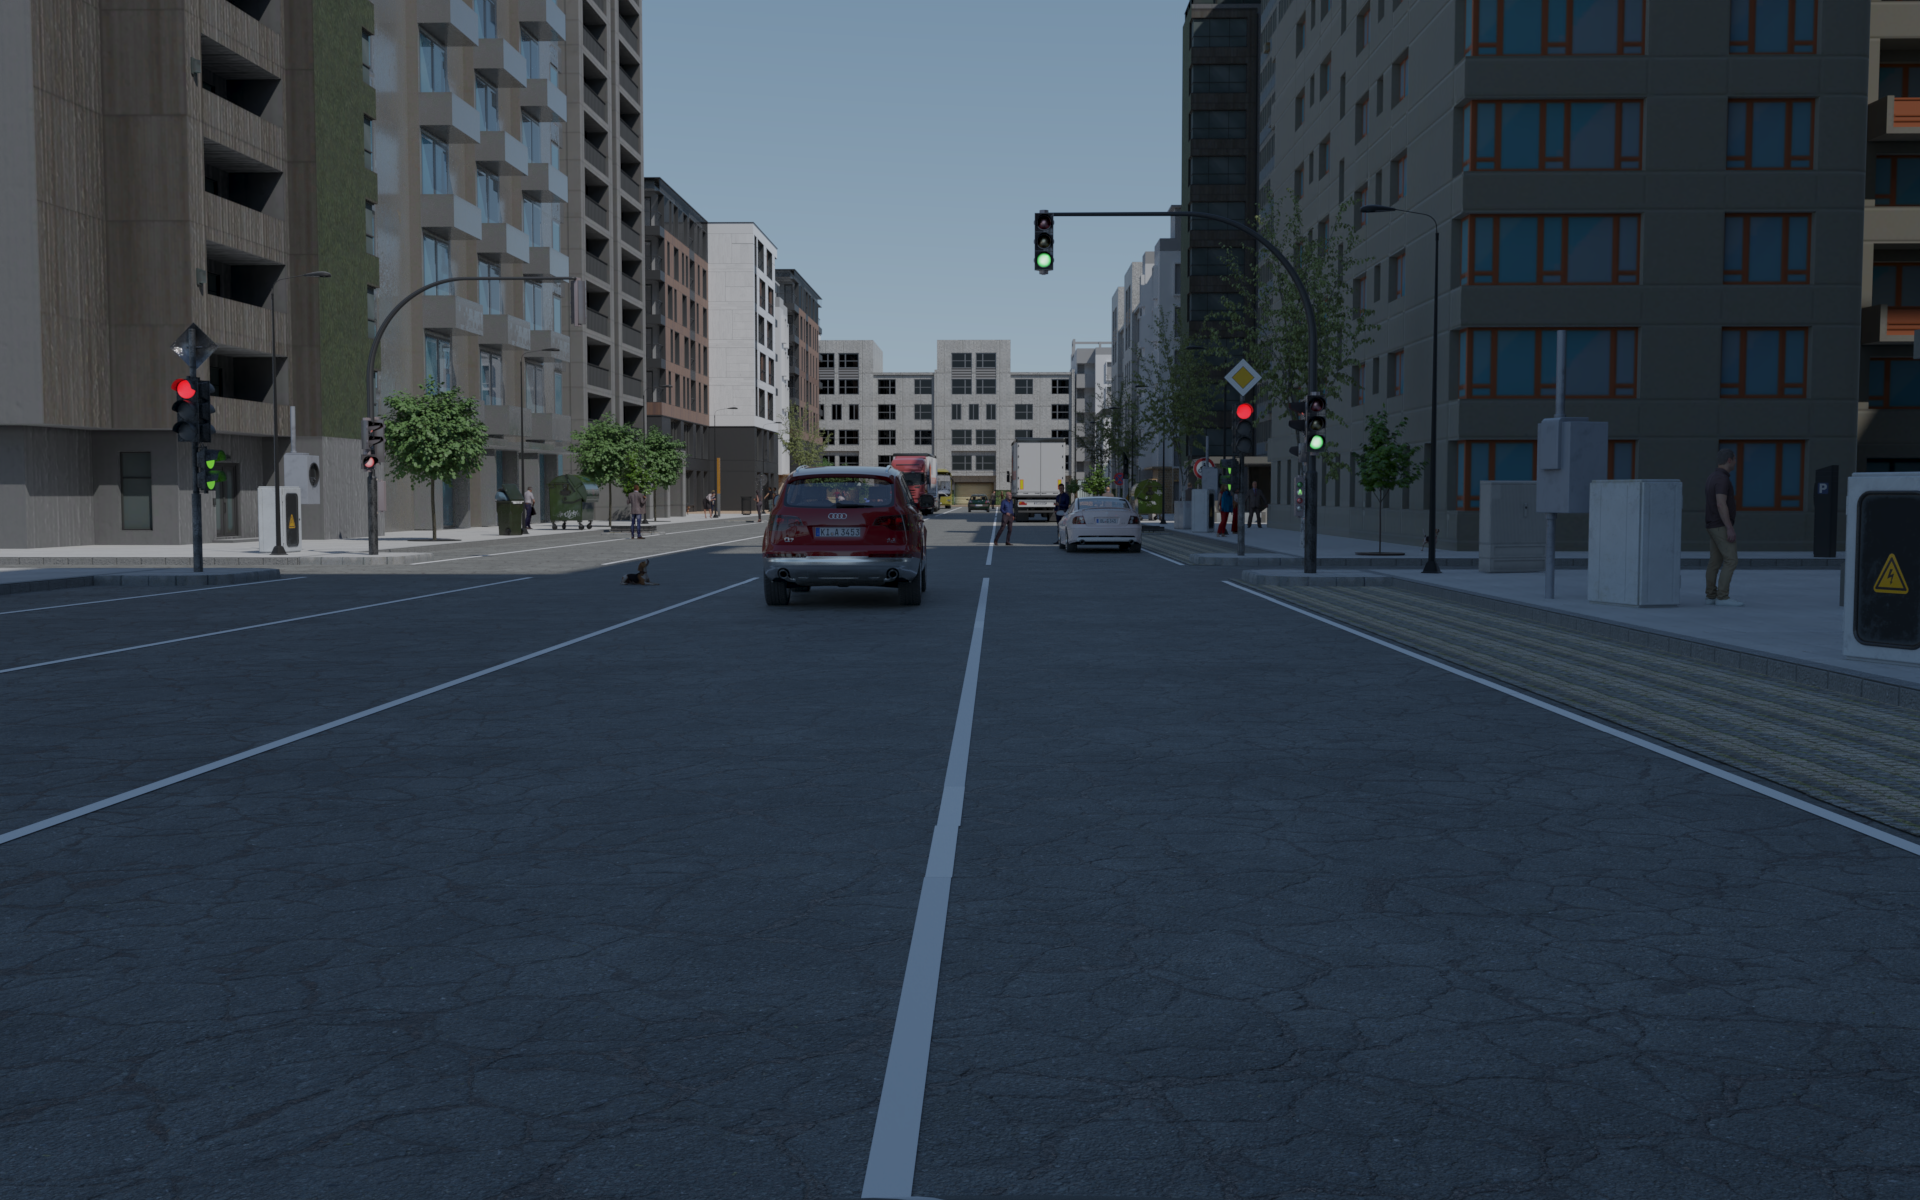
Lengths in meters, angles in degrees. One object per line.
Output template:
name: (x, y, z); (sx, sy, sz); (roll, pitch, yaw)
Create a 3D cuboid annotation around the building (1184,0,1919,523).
building: (27.741, -23.981, 83.973); (32.217, 40.220, 23.993); (0, 4, 1)

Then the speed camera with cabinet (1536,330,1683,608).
speed camera with cabinet: (7.630, -1.594, 20.403); (0.660, 3.252, 2.038); (-1, 4, -15)

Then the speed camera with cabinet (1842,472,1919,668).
speed camera with cabinet: (7.423, -1.110, 12.485); (0.660, 3.252, 2.038); (-1, 4, -19)

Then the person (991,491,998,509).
person: (3.402, -9.730, 168.118); (0.750, 1.759, 0.617); (-1, 4, -19)

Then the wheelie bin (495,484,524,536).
wheelie bin: (-13.949, -2.791, 53.533); (0.693, 1.594, 0.980); (2, 4, 25)

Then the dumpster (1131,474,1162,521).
dumpster: (9.051, -4.940, 83.265); (1.502, 2.255, 1.985); (0, 4, 1)

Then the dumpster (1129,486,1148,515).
dumpster: (9.274, -5.020, 87.832); (1.264, 1.857, 1.865); (0, 4, 1)

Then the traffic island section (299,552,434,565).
traffic island section: (-12.380, -0.870, 36.511); (2.009, 0.180, 2.903); (0, 4, 1)

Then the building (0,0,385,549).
building: (-24.845, -16.752, 45.596); (14.160, 30.474, 14.107); (0, 4, 1)

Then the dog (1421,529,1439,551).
dog: (10.549, -1.346, 38.830); (0.540, 0.507, 0.406); (3, 4, 37)

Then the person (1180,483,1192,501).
person: (9.554, -4.002, 72.035); (0.990, 1.755, 0.434); (2, 4, 33)

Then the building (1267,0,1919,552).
building: (25.884, -12.633, 51.585); (28.899, 21.520, 27.650); (0, 4, 1)

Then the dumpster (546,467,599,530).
dumpster: (-13.864, -3.636, 61.934); (1.502, 2.255, 1.985); (0, 4, 1)

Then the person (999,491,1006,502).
person: (4.626, -10.934, 187.787); (0.721, 1.766, 1.217); (3, 5, 44)

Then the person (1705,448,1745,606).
person: (8.824, -0.845, 19.981); (0.434, 1.807, 0.598); (1, 4, 20)

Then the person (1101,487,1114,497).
person: (6.950, -4.450, 81.803); (0.990, 1.755, 0.434); (0, 4, 0)

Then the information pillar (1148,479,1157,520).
information pillar: (9.415, -4.901, 84.622); (0.304, 2.012, 0.304); (-2, 4, -31)

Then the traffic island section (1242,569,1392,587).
traffic island section: (5.695, -0.356, 28.109); (2.009, 0.180, 2.903); (0, 4, 1)

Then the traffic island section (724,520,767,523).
traffic island section: (-10.881, -4.001, 88.282); (1.991, 0.108, 1.994); (0, 4, 1)

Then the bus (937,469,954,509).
bus: (-2.059, -11.015, 171.643); (2.896, 3.916, 12.252); (0, 3, 0)

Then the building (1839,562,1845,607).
building: (26.015, -19.537, 11.316); (32.217, 40.220, 23.993); (0, 4, 1)

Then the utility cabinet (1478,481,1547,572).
utility cabinet: (9.060, -1.199, 28.286); (1.173, 1.500, 0.318); (-1, 4, -22)

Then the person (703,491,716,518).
person: (-13.169, -5.011, 91.166); (0.799, 1.438, 0.628); (0, 4, 6)

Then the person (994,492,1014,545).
person: (1.287, -2.264, 48.213); (0.574, 1.496, 0.600); (-1, 4, -17)

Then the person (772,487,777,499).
person: (-14.791, -8.071, 137.998); (0.705, 1.824, 1.348); (-1, 4, -10)

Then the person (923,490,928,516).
person: (-2.320, -6.392, 113.722); (0.721, 1.735, 1.217); (1, 4, 10)

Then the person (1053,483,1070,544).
person: (2.872, -2.464, 49.485); (0.576, 1.737, 0.504); (2, 4, 35)

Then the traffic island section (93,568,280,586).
traffic island section: (-12.562, -0.382, 28.528); (2.009, 0.180, 2.903); (0, 4, 1)

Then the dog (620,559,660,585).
dog: (-5.084, -0.441, 27.400); (0.550, 0.427, 0.748); (-1, 4, -21)

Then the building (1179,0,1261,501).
building: (20.036, -20.304, 103.674); (14.160, 30.474, 14.107); (0, 4, 1)

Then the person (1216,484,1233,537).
person: (7.923, -2.697, 51.836); (0.593, 1.614, 0.444); (-1, 4, -17)

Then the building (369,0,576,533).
building: (-28.452, -27.385, 67.357); (23.786, 49.044, 30.456); (0, 4, 1)

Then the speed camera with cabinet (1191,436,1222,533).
speed camera with cabinet: (8.342, -3.917, 58.377); (0.660, 3.252, 2.038); (1, 4, 22)

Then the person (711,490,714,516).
person: (-14.177, -5.595, 100.056); (0.613, 1.512, 0.480); (0, 4, -2)

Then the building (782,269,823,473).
building: (-30.930, -20.036, 171.558); (32.646, 21.610, 27.936); (0, 4, 1)

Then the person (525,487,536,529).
person: (-15.718, -3.350, 63.031); (0.614, 1.554, 0.590); (3, 4, 36)

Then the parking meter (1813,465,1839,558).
parking meter: (17.505, -1.793, 35.031); (0.255, 1.863, 0.399); (-2, 4, -31)

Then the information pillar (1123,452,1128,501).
information pillar: (9.147, -6.385, 95.748); (0.183, 3.616, 0.504); (2, 4, 31)

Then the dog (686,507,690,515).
dog: (-16.855, -5.469, 106.242); (0.406, 0.507, 0.540); (1, 4, 22)

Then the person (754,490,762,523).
person: (-10.118, -4.697, 86.760); (0.415, 1.643, 0.593); (-1, 4, -17)

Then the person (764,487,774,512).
person: (-13.536, -7.174, 123.349); (0.705, 1.822, 1.348); (2, 4, 26)

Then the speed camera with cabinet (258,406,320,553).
speed camera with cabinet: (-14.868, -2.695, 38.404); (0.660, 3.252, 2.038); (0, 4, 2)

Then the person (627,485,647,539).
person: (-10.254, -2.797, 55.048); (0.655, 1.722, 0.431); (2, 4, 24)

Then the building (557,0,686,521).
building: (-25.895, -39.992, 92.115); (20.563, 71.187, 20.611); (0, 4, 1)

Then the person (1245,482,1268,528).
person: (11.178, -3.604, 65.515); (0.990, 1.755, 0.434); (0, 4, 3)

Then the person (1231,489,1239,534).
person: (8.920, -2.889, 55.744); (0.387, 1.526, 0.523); (1, 4, 15)

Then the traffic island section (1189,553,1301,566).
traffic island section: (5.877, -0.845, 36.092); (2.009, 0.180, 2.903); (0, 4, 1)
